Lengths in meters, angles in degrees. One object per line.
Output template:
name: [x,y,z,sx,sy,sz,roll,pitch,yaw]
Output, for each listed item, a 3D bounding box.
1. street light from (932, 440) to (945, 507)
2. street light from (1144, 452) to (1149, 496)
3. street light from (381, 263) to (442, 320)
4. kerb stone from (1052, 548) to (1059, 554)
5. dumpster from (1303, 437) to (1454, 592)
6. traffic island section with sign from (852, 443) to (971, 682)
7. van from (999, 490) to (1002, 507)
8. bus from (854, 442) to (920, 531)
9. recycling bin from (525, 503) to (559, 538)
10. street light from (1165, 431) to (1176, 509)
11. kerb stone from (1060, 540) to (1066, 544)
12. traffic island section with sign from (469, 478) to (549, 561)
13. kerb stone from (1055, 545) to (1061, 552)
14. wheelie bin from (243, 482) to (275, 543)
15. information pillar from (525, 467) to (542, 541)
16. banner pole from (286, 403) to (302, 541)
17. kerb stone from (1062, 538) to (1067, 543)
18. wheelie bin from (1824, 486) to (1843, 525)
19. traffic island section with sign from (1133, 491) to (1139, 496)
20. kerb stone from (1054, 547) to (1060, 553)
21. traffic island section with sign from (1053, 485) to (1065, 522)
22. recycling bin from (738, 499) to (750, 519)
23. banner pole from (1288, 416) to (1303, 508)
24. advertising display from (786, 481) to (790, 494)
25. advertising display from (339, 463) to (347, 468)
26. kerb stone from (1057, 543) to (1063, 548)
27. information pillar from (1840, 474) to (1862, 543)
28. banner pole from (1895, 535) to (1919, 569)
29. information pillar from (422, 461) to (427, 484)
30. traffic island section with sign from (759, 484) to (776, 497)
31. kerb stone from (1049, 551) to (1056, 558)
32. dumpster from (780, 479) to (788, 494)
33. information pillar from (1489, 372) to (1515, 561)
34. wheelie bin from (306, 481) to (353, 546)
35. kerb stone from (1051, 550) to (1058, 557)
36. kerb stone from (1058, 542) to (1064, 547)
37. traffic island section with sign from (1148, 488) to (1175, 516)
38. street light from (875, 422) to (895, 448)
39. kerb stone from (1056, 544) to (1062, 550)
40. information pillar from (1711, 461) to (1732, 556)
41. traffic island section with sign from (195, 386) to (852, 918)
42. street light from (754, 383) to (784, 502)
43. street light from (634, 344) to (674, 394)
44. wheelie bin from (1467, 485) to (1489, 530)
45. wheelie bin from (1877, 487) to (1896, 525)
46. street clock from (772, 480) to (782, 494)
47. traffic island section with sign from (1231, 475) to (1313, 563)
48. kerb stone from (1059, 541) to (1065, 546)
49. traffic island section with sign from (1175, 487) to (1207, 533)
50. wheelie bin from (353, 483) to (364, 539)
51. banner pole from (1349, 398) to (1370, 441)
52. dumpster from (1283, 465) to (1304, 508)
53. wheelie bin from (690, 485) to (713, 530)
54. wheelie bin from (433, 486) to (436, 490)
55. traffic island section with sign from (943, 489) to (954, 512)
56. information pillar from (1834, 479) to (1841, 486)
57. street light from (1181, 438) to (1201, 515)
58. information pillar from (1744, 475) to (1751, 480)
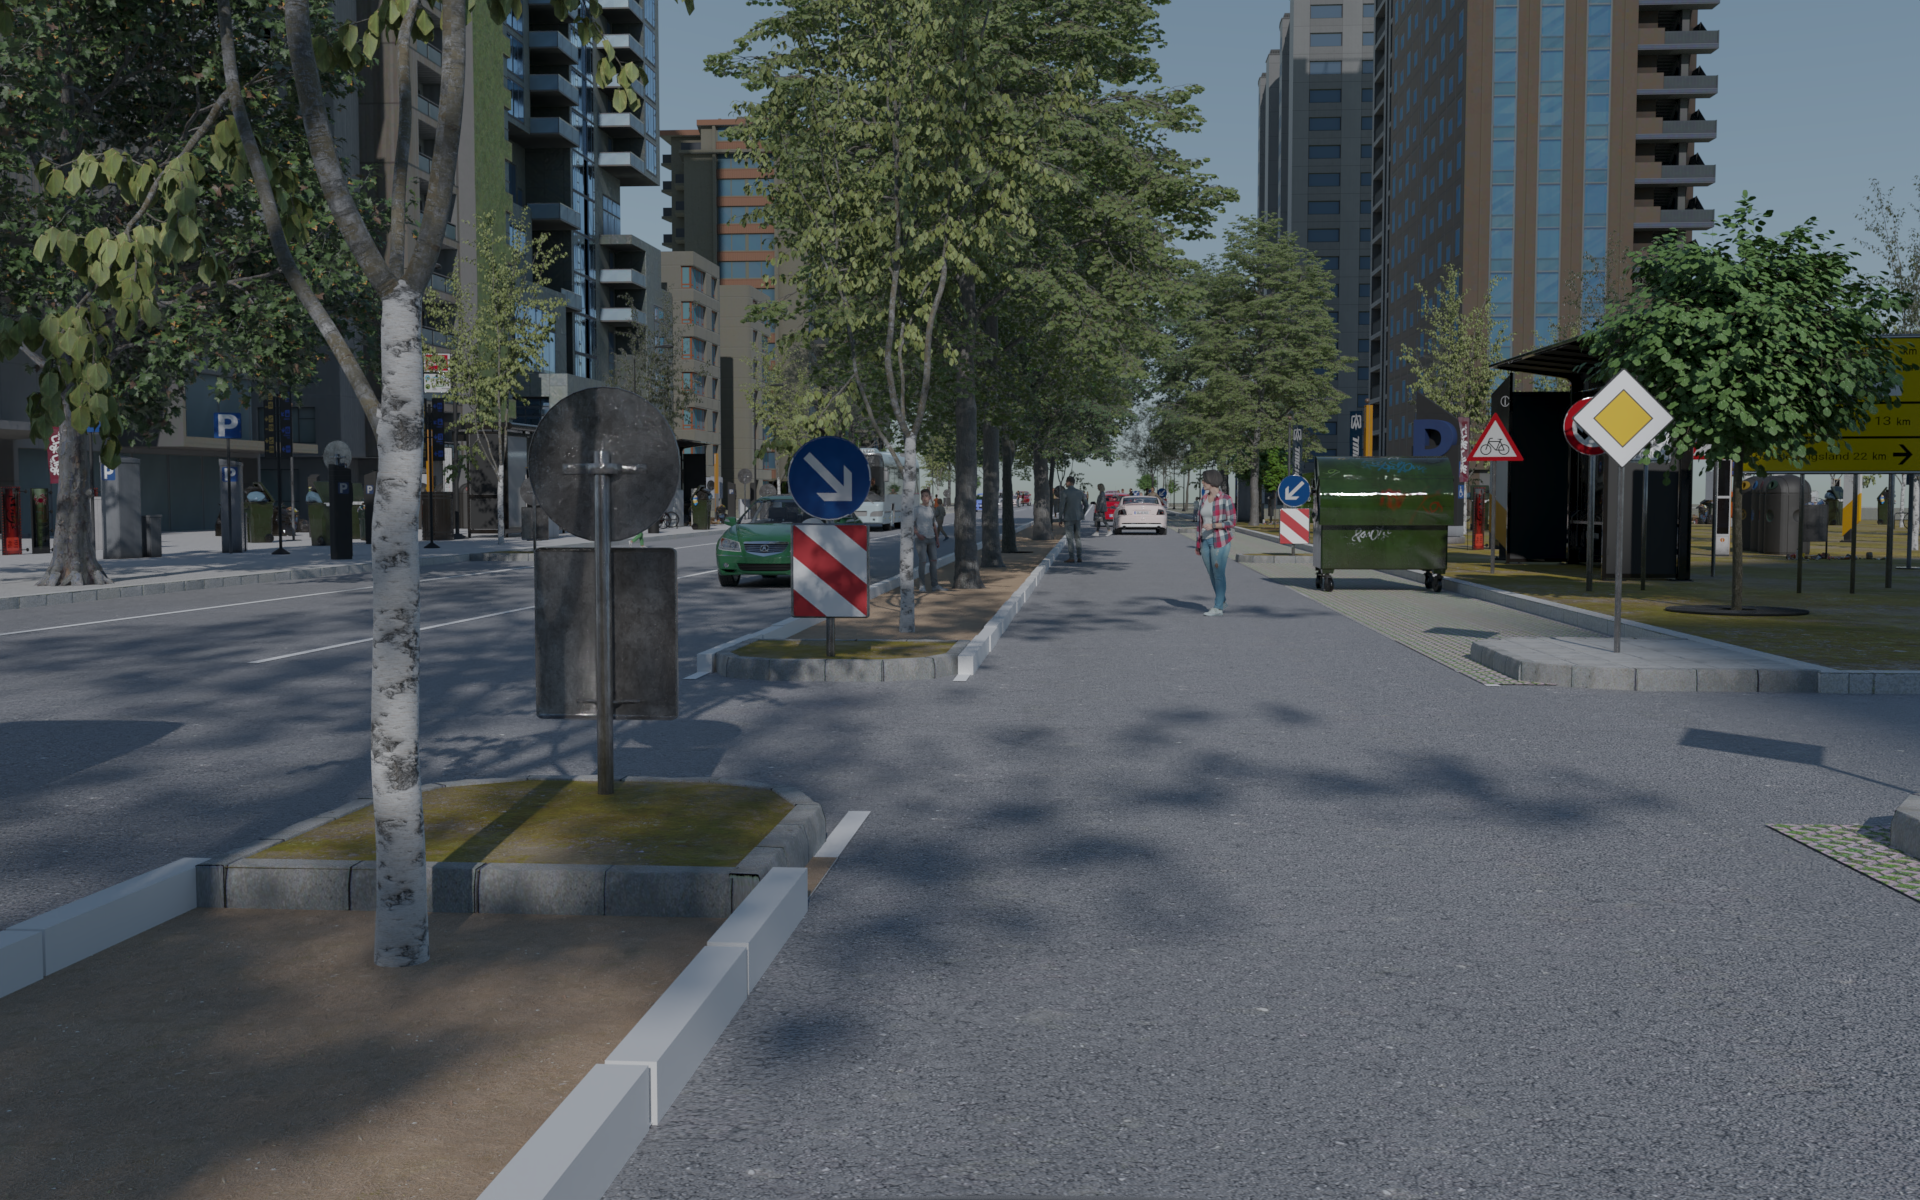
street light: [-1.809,-10.845,149.857,1.470,5.913,1.316,0,4,5]
street light: [21.063,-13.279,189.646,1.470,5.913,1.316,0,4,5]
street light: [-11.106,-3.819,34.980,1.470,5.913,1.316,0,4,5]
kerb stone: [2.075,-1.008,38.719,0.120,0.150,1.000,0,4,5]
dumpster: [6.182,-1.259,25.536,1.985,2.255,1.502,0,4,6]
traffic island section with sign: [-0.965,-0.371,14.197,2.006,1.907,1.989,0,4,5]
van: [3.411,-9.281,158.753,2.013,2.044,4.112,0,4,6]
bus: [-3.635,-4.617,70.354,2.948,3.499,13.247,0,4,5]
recycling bin: [-12.201,-2.326,50.586,0.722,1.027,0.722,1,4,18]
street light: [15.898,-9.454,127.110,1.470,5.913,1.316,0,4,5]
kerb stone: [2.658,-1.446,45.853,0.120,0.150,1.000,0,4,5]
traffic island section with sign: [-9.468,-1.796,37.985,1.989,1.847,2.006,0,4,5]
kerb stone: [2.246,-1.135,40.755,0.120,0.150,1.000,0,4,5]
wheelie bin: [-18.462,-2.304,45.584,0.693,1.594,0.980,-3,4,-38]
information pillar: [-11.652,-2.621,47.347,0.304,2.012,0.304,2,4,30]
banner pole: [-18.227,-3.500,47.248,0.401,3.779,0.863,-1,4,-19]
kerb stone: [2.824,-1.568,47.890,0.120,0.150,1.000,0,4,5]
wheelie bin: [35.888,-3.860,71.026,0.980,1.594,0.693,-2,4,-25]
traffic island section with sign: [15.311,-8.075,140.648,1.989,1.847,2.006,0,4,5]
kerb stone: [2.165,-1.073,39.736,0.120,0.150,1.000,0,4,5]
traffic island section with sign: [5.112,-4.951,89.090,2.006,1.907,1.989,0,4,5]
recycling bin: [-10.986,-4.676,89.006,0.722,1.027,0.722,-1,4,-15]
banner pole: [10.657,-3.992,55.289,0.401,3.779,0.863,-2,4,-29]
advertising display: [-8.391,-4.939,85.960,0.123,1.923,0.974,1,4,16]
advertising display: [-12.783,-1.879,35.934,0.123,1.923,0.974,-1,4,-17]
kerb stone: [2.420,-1.260,42.792,0.120,0.150,1.000,0,4,5]
information pillar: [23.582,-3.327,45.754,0.183,3.616,0.504,-2,4,-29]
banner pole: [16.394,-2.427,29.702,0.401,3.779,0.863,3,5,42]
information pillar: [-22.256,-4.916,71.735,0.183,3.616,0.504,2,4,32]
traffic island section with sign: [-7.260,-3.452,65.076,1.989,1.847,2.006,0,4,5]
kerb stone: [1.913,-0.885,36.677,0.120,0.150,1.000,0,4,5]
dumpster: [-8.534,-5.264,88.565,1.502,2.255,1.985,0,4,5]
information pillar: [10.484,-2.577,33.495,0.183,3.616,0.504,-3,4,-37]
wheelie bin: [-15.811,-2.150,43.068,0.693,1.594,0.980,2,4,32]
kerb stone: [2.000,-0.948,37.699,0.120,0.150,1.000,0,4,5]
kerb stone: [2.493,-1.322,43.811,0.120,0.150,1.000,0,4,5]
traffic island section with sign: [13.102,-6.413,113.479,1.989,1.847,2.006,0,4,5]
street light: [-4.873,-8.484,111.261,1.470,5.913,1.316,0,4,5]
kerb stone: [2.331,-1.195,41.774,0.120,0.150,1.000,0,4,5]
information pillar: [15.736,-1.914,35.780,0.304,2.012,0.304,1,4,11]
traffic island section with sign: [-1.574,0.081,6.815,2.006,1.907,1.989,0,4,5]
street light: [-8.089,-6.137,72.886,1.470,5.913,1.316,0,4,5]
street light: [-9.579,-4.978,53.931,1.470,5.913,1.316,0,4,5]
wheelie bin: [18.345,-3.265,61.296,0.980,1.594,0.693,1,4,10]
wheelie bin: [38.656,-3.938,72.297,0.693,1.594,0.980,2,4,31]
street clock: [-9.183,-5.048,87.103,0.471,2.002,0.358,-1,4,-17]
traffic island section with sign: [6.851,-1.706,36.513,1.989,1.847,2.006,0,4,5]
kerb stone: [2.575,-1.380,44.831,0.120,0.150,1.000,0,4,5]
traffic island section with sign: [9.053,-3.371,63.745,1.989,1.847,2.006,0,4,5]
wheelie bin: [-17.339,-2.526,49.201,0.980,1.594,0.693,-3,5,-41]
banner pole: [10.535,-3.401,45.626,0.401,3.779,0.863,-2,4,-31]
dumpster: [11.516,-3.326,56.868,1.502,2.255,1.985,0,4,4]
wheelie bin: [-9.252,-3.316,62.121,0.693,1.594,0.980,0,4,8]
wheelie bin: [-20.239,-3.616,67.035,0.980,1.594,0.693,-1,4,-18]
traffic island section with sign: [-1.024,-8.151,141.891,1.989,1.847,2.006,0,4,5]
information pillar: [42.329,-4.843,83.678,0.304,2.012,0.304,1,4,18]
street light: [14.437,-8.285,107.995,1.470,5.913,1.316,0,4,5]
information pillar: [35.887,-5.354,78.889,0.504,3.616,0.183,-3,4,-38]
